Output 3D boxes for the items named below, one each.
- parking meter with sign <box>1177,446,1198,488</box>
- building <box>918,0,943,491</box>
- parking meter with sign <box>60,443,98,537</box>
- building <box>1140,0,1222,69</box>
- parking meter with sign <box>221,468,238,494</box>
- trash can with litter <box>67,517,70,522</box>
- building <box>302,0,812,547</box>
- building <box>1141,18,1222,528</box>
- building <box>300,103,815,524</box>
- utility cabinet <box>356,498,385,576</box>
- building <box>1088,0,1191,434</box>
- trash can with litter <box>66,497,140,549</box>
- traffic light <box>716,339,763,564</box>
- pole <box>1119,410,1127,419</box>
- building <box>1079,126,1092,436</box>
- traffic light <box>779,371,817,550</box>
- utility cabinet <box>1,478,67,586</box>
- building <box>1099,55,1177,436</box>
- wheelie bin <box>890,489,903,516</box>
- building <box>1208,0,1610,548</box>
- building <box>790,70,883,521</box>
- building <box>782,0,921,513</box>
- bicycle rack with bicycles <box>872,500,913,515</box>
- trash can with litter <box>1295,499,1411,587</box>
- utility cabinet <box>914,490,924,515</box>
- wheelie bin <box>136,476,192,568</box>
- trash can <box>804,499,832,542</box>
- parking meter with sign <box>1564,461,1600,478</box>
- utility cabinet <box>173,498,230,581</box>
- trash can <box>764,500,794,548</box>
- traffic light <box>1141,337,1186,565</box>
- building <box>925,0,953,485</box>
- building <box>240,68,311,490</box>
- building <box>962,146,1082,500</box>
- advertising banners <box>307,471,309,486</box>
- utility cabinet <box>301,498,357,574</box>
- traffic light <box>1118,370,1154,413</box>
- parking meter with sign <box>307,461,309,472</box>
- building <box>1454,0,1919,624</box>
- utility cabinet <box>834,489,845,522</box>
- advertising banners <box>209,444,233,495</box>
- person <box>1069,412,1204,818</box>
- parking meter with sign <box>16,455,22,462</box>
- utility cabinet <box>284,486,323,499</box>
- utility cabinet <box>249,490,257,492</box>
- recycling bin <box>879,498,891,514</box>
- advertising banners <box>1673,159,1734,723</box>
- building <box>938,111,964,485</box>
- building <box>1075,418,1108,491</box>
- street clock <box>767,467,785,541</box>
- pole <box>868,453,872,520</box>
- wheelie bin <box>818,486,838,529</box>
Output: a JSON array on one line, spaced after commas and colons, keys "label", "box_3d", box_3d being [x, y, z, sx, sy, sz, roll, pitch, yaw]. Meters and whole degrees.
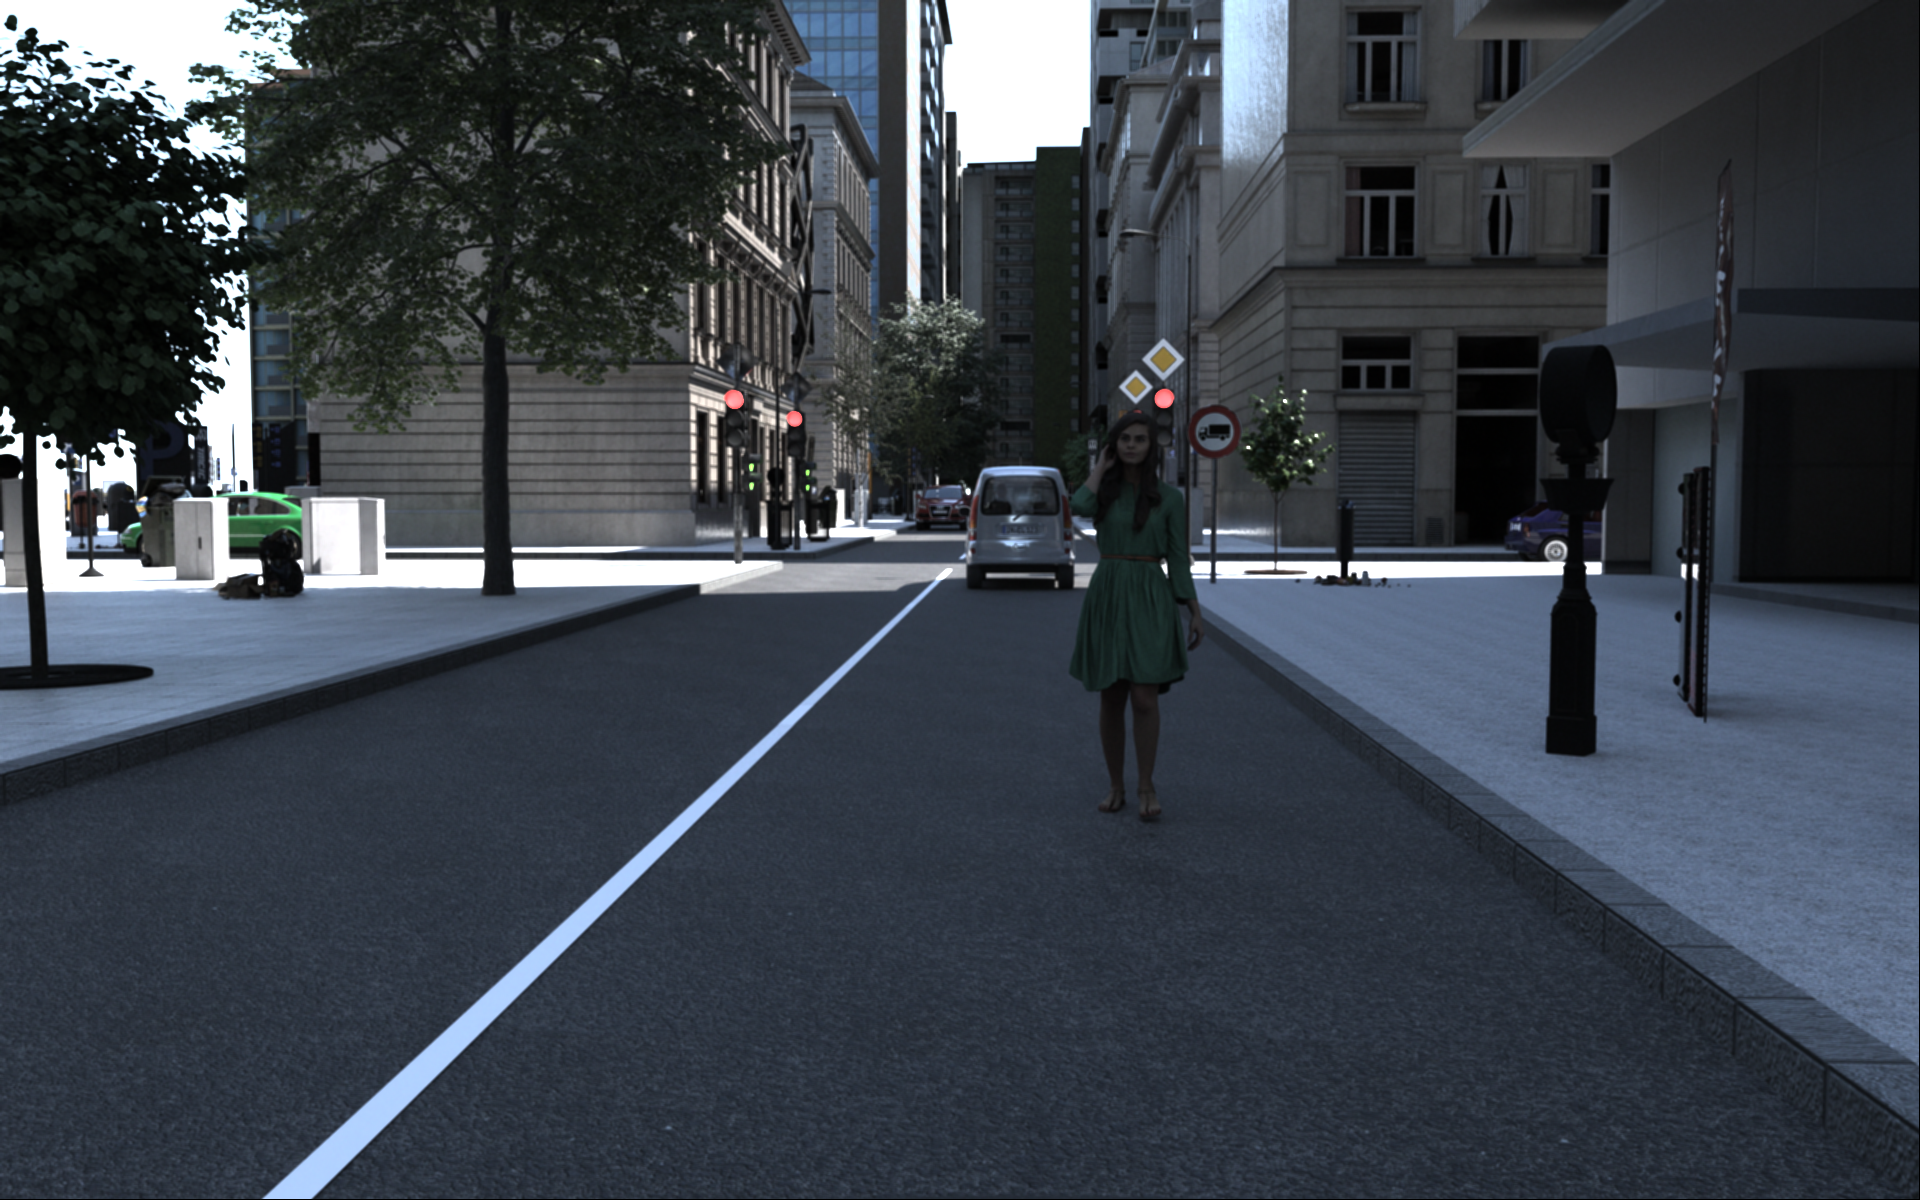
[{"label": "parking meter with sign", "box_3d": [6.444, -3.374, 51.420, 1.738, 3.016, 0.543, -3, 5, -42]}, {"label": "building", "box_3d": [-13.352, -32.069, 143.943, 23.786, 49.044, 30.456, 0, 4, 2]}, {"label": "parking meter with sign", "box_3d": [-26.727, -3.448, 52.633, 0.543, 3.016, 1.738, -1, 4, -9]}, {"label": "building", "box_3d": [26.270, -26.619, 127.105, 32.217, 40.220, 23.993, 0, 4, 2]}, {"label": "parking meter with sign", "box_3d": [-48.547, -7.243, 114.686, 1.738, 3.016, 0.543, 2, 4, 32]}, {"label": "trash can with litter", "box_3d": [-38.304, -3.909, 75.299, 0.624, 1.170, 1.055, 1, 4, 20]}, {"label": "building", "box_3d": [-10.783, -11.388, 50.822, 10.561, 19.102, 19.286, 0, 4, 2]}, {"label": "building", "box_3d": [15.353, -14.341, 76.271, 13.314, 21.916, 24.055, 0, 4, 2]}, {"label": "building", "box_3d": [-14.434, -12.328, 69.007, 16.820, 18.784, 16.811, 0, 4, 2]}, {"label": "utility cabinet", "box_3d": [-9.357, -1.005, 27.598, 0.306, 1.237, 1.020, -1, 4, -13]}, {"label": "building", "box_3d": [25.212, -34.449, 152.480, 28.713, 52.752, 27.495, 0, 4, 2]}, {"label": "trash can with litter", "box_3d": [-20.060, -1.825, 40.897, 2.233, 1.210, 1.678, -3, 5, -41]}, {"label": "traffic light", "box_3d": [-4.026, -2.604, 31.494, 0.839, 4.253, 0.868, 0, 4, 2]}, {"label": "pole", "box_3d": [3.972, -2.962, 42.265, 0.158, 3.312, 0.155, 0, 3, 0]}, {"label": "building", "box_3d": [21.401, -34.011, 206.190, 14.200, 45.320, 14.600, 0, 4, 2]}, {"label": "traffic light", "box_3d": [-3.707, -3.092, 39.473, 0.839, 4.253, 0.868, 0, 4, 2]}, {"label": "utility cabinet", "box_3d": [-12.942, -0.950, 24.208, 0.318, 1.500, 1.173, 0, 4, -3]}, {"label": "building", "box_3d": [14.805, -18.571, 100.900, 12.463, 27.353, 25.104, 0, 4, 2]}, {"label": "wheelie bin", "box_3d": [-3.740, -5.827, 103.175, 0.693, 1.594, 0.980, -2, 4, -23]}, {"label": "building", "box_3d": [22.244, -13.114, 47.690, 30.059, 22.955, 16.112, 0, 4, 2]}, {"label": "building", "box_3d": [-10.475, -16.133, 92.651, 11.050, 23.489, 19.941, 0, 4, 2]}, {"label": "building", "box_3d": [-10.110, -28.830, 121.484, 14.600, 45.320, 14.200, 0, 4, 2]}, {"label": "bicycle rack with bicycles", "box_3d": [-4.367, -5.776, 107.818, 2.925, 0.926, 2.852, -1, 4, -16]}, {"label": "trash can with litter", "box_3d": [5.694, -0.850, 24.957, 1.678, 1.210, 2.233, 1, 4, 18]}, {"label": "utility cabinet", "box_3d": [-2.438, -5.944, 105.860, 0.318, 1.500, 1.173, -2, 4, -28]}, {"label": "wheelie bin", "box_3d": [-13.923, -1.377, 30.424, 0.693, 1.594, 0.980, 2, 4, 30]}, {"label": "trash can", "box_3d": [-3.821, -2.145, 46.724, 0.748, 1.137, 0.748, 0, 3, 0]}, {"label": "parking meter with sign", "box_3d": [14.194, -2.649, 39.568, 1.738, 3.016, 0.543, 2, 4, 31]}, {"label": "utility cabinet", "box_3d": [-11.346, -0.901, 25.892, 1.020, 1.237, 0.306, 2, 4, 35]}, {"label": "trash can", "box_3d": [-4.292, -1.810, 41.249, 0.748, 1.137, 0.748, 0, 3, 0]}, {"label": "traffic light", "box_3d": [3.630, -2.586, 31.205, 0.839, 4.253, 0.868, 0, 4, 2]}, {"label": "building", "box_3d": [-15.021, -35.800, 174.571, 27.495, 52.752, 28.713, 0, 4, 2]}, {"label": "building", "box_3d": [-57.186, -32.073, 179.019, 28.867, 44.769, 22.147, 0, 4, 2]}, {"label": "building", "box_3d": [7.253, -31.979, 206.456, 14.086, 41.232, 14.154, 0, 4, 2]}, {"label": "advertising banners", "box_3d": [-41.758, -7.039, 111.280, 2.074, 3.025, 0.090, 0, 4, 4]}, {"label": "utility cabinet", "box_3d": [-10.185, -1.043, 28.207, 0.306, 1.237, 1.020, 3, 4, 38]}, {"label": "traffic light", "box_3d": [3.949, -3.074, 39.184, 0.839, 4.253, 0.868, 0, 4, 2]}, {"label": "parking meter with sign", "box_3d": [-34.177, -5.823, 91.471, 0.543, 3.016, 1.738, -1, 4, -19]}, {"label": "building", "box_3d": [20.885, -25.954, 13.590, 28.713, 52.752, 27.495, 0, 4, 2]}, {"label": "utility cabinet", "box_3d": [-5.724, -4.277, 78.609, 0.318, 1.500, 1.173, 2, 4, 35]}, {"label": "advertising banners", "box_3d": [-25.844, -3.932, 60.480, 0.090, 3.025, 2.074, -3, 5, -44]}, {"label": "person", "box_3d": [0.775, 0.062, 7.736, 0.600, 1.795, 0.529, 0, 3, 0]}, {"label": "parking meter with sign", "box_3d": [-41.430, -4.914, 76.609, 0.543, 3.016, 1.738, -2, 4, -28]}, {"label": "utility cabinet", "box_3d": [-18.854, -2.516, 49.817, 1.173, 1.500, 0.318, 1, 4, 21]}, {"label": "utility cabinet", "box_3d": [-38.977, -5.350, 96.157, 1.173, 1.500, 0.318, 0, 4, -4]}, {"label": "recycling bin", "box_3d": [-4.948, -6.224, 114.323, 0.722, 1.027, 0.722, 0, 4, 8]}, {"label": "advertising banners", "box_3d": [4.335, -0.852, 10.118, 0.090, 3.025, 2.074, 1, 4, 18]}, {"label": "building", "box_3d": [-10.443, -35.875, 210.263, 21.600, 48.544, 21.300, 0, 4, 2]}, {"label": "building", "box_3d": [21.964, -45.127, 176.074, 20.563, 71.187, 20.611, 0, 4, 2]}, {"label": "street clock", "box_3d": [-4.977, -2.588, 46.886, 0.471, 2.002, 0.358, -1, 4, -14]}, {"label": "pole", "box_3d": [-4.424, -5.581, 85.091, 0.158, 3.312, 0.155, 0, 3, 0]}, {"label": "wheelie bin", "box_3d": [-4.923, -3.468, 64.607, 0.693, 1.594, 0.980, -1, 4, -20]}]
